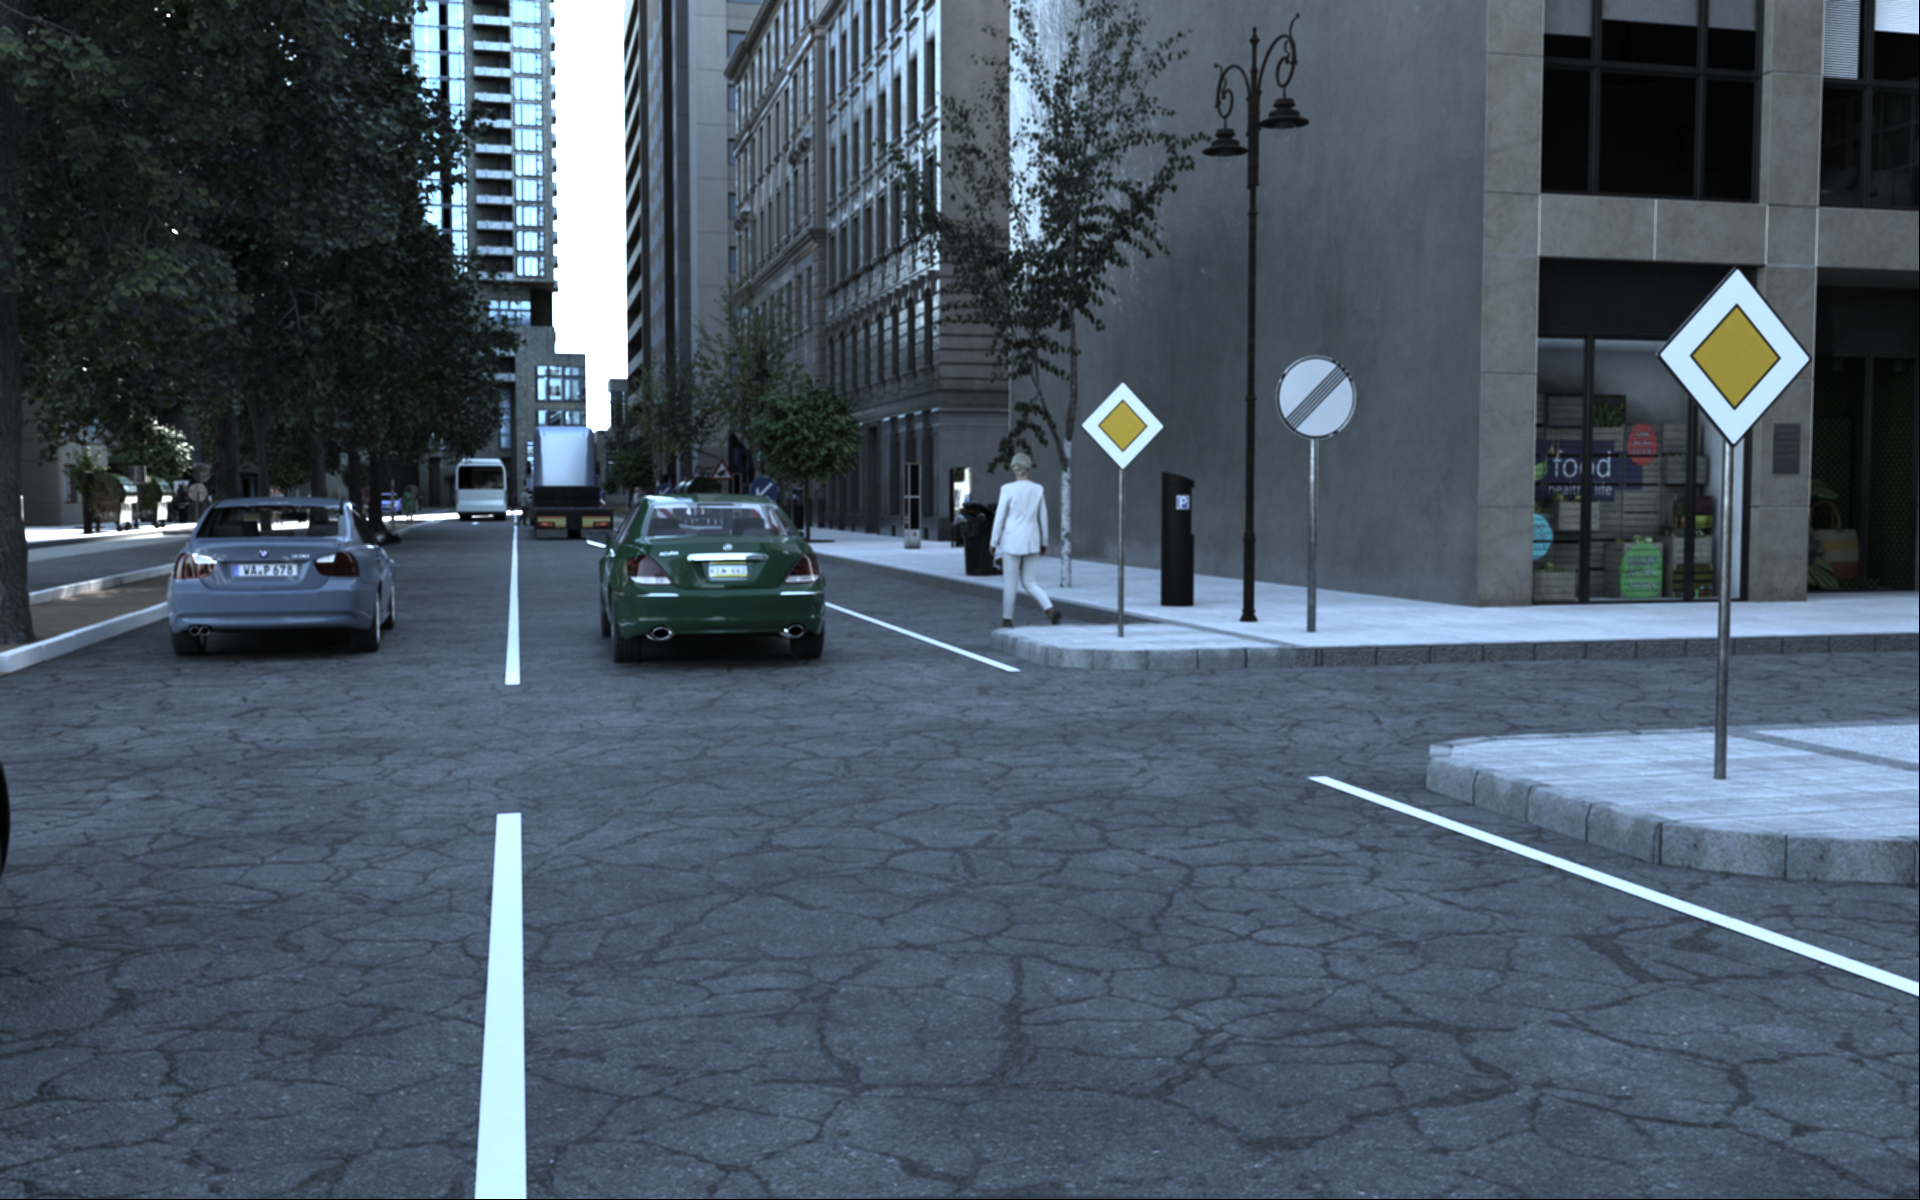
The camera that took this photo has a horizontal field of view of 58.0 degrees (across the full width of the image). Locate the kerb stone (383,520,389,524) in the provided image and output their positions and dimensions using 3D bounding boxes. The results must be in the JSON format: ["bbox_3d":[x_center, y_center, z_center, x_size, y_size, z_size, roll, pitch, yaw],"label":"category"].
[{"bbox_3d":[-27.883,-3.801,84.338,0.120,0.150,1.000,-1,4,-14],"label":"kerb stone"}]

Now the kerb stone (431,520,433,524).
[{"bbox_3d":[-24.825,-3.588,80.861,0.120,0.150,1.000,-1,4,-14],"label":"kerb stone"}]

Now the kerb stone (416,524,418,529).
[{"bbox_3d":[-21.766,-2.858,68.921,0.120,0.150,1.000,-1,4,-14],"label":"kerb stone"}]

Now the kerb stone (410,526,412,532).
[{"bbox_3d":[-20.751,-2.615,64.958,0.120,0.150,1.000,-1,4,-14],"label":"kerb stone"}]

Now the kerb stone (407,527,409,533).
[{"bbox_3d":[-20.240,-2.494,62.978,0.120,0.150,1.000,-1,4,-14],"label":"kerb stone"}]

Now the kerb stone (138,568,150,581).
[{"bbox_3d":[-13.612,-0.396,28.668,0.120,0.150,1.000,-1,4,-14],"label":"kerb stone"}]

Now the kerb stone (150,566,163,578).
[{"bbox_3d":[-13.866,-0.455,29.666,0.120,0.150,1.000,-1,4,-14],"label":"kerb stone"}]

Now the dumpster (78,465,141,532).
[{"bbox_3d":[-28.886,-3.438,58.701,1.502,2.255,1.985,-1,4,-14],"label":"dumpster"}]

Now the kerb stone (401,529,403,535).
[{"bbox_3d":[-19.478,-2.312,59.995,0.120,0.150,1.000,-1,4,-14],"label":"kerb stone"}]

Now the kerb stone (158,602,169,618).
[{"bbox_3d":[-9.285,0.120,20.230,0.120,0.150,1.000,-1,4,-14],"label":"kerb stone"}]

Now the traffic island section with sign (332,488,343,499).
[{"bbox_3d":[-39.533,-6.208,110.135,1.989,1.847,2.006,-1,4,-14],"label":"traffic island section with sign"}]

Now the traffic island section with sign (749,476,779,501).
[{"bbox_3d":[-4.665,-1.884,39.426,1.989,1.847,2.006,-1,4,-14],"label":"traffic island section with sign"}]

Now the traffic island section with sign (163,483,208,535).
[{"bbox_3d":[-27.079,-3.234,61.498,1.989,1.847,2.006,-1,4,-14],"label":"traffic island section with sign"}]

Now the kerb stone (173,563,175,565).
[{"bbox_3d":[-14.383,-0.579,31.656,0.120,0.150,1.000,-1,4,-14],"label":"kerb stone"}]

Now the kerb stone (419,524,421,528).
[{"bbox_3d":[-22.279,-2.979,70.907,0.120,0.150,1.000,-1,4,-14],"label":"kerb stone"}]

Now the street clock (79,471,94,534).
[{"bbox_3d":[-27.741,-3.087,55.043,0.471,2.002,0.358,2,4,28],"label":"street clock"}]

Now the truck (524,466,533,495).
[{"bbox_3d":[-37.234,-10.023,153.637,2.967,4.110,18.799,-1,4,-14],"label":"truck"}]

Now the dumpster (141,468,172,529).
[{"bbox_3d":[-30.243,-3.782,64.331,1.502,2.255,1.985,-1,4,-14],"label":"dumpster"}]

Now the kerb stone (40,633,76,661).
[{"bbox_3d":[-8.007,0.427,15.275,0.120,0.150,1.000,-1,4,-14],"label":"kerb stone"}]

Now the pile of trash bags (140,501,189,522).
[{"bbox_3d":[-36.972,-4.244,79.141,3.447,1.369,1.912,1,4,10],"label":"pile of trash bags"}]

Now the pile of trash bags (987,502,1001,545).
[{"bbox_3d":[1.615,-2.139,44.731,1.912,1.369,3.447,1,4,17],"label":"pile of trash bags"}]

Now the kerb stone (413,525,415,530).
[{"bbox_3d":[-21.262,-2.735,66.938,0.120,0.150,1.000,-1,4,-14],"label":"kerb stone"}]

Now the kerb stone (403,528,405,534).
[{"bbox_3d":[-19.727,-2.373,60.988,0.120,0.150,1.000,-1,4,-14],"label":"kerb stone"}]

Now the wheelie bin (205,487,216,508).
[{"bbox_3d":[-34.428,-4.397,79.799,0.693,1.594,0.980,-2,4,-26],"label":"wheelie bin"}]

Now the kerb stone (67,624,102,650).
[{"bbox_3d":[-8.262,0.363,16.267,0.120,0.150,1.000,-1,4,-14],"label":"kerb stone"}]

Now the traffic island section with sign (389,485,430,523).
[{"bbox_3d":[-27.101,-4.730,85.477,2.006,1.907,1.989,-1,4,-14],"label":"traffic island section with sign"}]

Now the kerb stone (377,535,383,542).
[{"bbox_3d":[-17.695,-1.886,53.035,0.120,0.150,1.000,-1,4,-14],"label":"kerb stone"}]

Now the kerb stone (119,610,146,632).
[{"bbox_3d":[-8.775,0.242,18.250,0.120,0.150,1.000,-1,4,-14],"label":"kerb stone"}]

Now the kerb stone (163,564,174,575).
[{"bbox_3d":[-14.126,-0.514,30.667,0.120,0.150,1.000,-1,4,-14],"label":"kerb stone"}]

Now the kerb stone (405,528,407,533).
[{"bbox_3d":[-19.983,-2.434,61.986,0.120,0.150,1.000,-1,4,-14],"label":"kerb stone"}]

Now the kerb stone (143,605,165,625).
[{"bbox_3d":[-9.028,0.186,19.241,0.120,0.150,1.000,-1,4,-14],"label":"kerb stone"}]

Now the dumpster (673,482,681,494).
[{"bbox_3d":[-11.637,-4.208,74.566,1.264,1.857,1.865,-1,4,-14],"label":"dumpster"}]

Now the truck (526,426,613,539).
[{"bbox_3d":[-14.380,-4.508,63.457,2.967,4.110,18.799,-1,4,-14],"label":"truck"}]

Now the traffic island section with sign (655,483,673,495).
[{"bbox_3d":[-11.352,-3.481,65.541,1.989,1.847,2.006,-1,4,-14],"label":"traffic island section with sign"}]

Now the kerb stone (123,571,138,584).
[{"bbox_3d":[-13.353,-0.335,27.676,0.120,0.150,1.000,-1,4,-14],"label":"kerb stone"}]

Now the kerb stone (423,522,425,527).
[{"bbox_3d":[-23.040,-3.160,73.900,0.120,0.150,1.000,-1,4,-14],"label":"kerb stone"}]

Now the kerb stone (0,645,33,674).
[{"bbox_3d":[-7.761,0.486,14.283,0.120,0.150,1.000,-1,4,-14],"label":"kerb stone"}]

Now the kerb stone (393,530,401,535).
[{"bbox_3d":[-19.222,-2.250,58.995,0.120,0.150,1.000,-1,4,-14],"label":"kerb stone"}]

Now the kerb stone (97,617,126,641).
[{"bbox_3d":[-8.518,0.302,17.260,0.120,0.150,1.000,-1,4,-14],"label":"kerb stone"}]

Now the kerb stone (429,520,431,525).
[{"bbox_3d":[-24.317,-3.467,78.876,0.120,0.150,1.000,-1,4,-14],"label":"kerb stone"}]

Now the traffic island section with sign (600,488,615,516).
[{"bbox_3d":[-23.866,-6.465,114.330,1.989,1.847,2.006,-1,4,-14],"label":"traffic island section with sign"}]
